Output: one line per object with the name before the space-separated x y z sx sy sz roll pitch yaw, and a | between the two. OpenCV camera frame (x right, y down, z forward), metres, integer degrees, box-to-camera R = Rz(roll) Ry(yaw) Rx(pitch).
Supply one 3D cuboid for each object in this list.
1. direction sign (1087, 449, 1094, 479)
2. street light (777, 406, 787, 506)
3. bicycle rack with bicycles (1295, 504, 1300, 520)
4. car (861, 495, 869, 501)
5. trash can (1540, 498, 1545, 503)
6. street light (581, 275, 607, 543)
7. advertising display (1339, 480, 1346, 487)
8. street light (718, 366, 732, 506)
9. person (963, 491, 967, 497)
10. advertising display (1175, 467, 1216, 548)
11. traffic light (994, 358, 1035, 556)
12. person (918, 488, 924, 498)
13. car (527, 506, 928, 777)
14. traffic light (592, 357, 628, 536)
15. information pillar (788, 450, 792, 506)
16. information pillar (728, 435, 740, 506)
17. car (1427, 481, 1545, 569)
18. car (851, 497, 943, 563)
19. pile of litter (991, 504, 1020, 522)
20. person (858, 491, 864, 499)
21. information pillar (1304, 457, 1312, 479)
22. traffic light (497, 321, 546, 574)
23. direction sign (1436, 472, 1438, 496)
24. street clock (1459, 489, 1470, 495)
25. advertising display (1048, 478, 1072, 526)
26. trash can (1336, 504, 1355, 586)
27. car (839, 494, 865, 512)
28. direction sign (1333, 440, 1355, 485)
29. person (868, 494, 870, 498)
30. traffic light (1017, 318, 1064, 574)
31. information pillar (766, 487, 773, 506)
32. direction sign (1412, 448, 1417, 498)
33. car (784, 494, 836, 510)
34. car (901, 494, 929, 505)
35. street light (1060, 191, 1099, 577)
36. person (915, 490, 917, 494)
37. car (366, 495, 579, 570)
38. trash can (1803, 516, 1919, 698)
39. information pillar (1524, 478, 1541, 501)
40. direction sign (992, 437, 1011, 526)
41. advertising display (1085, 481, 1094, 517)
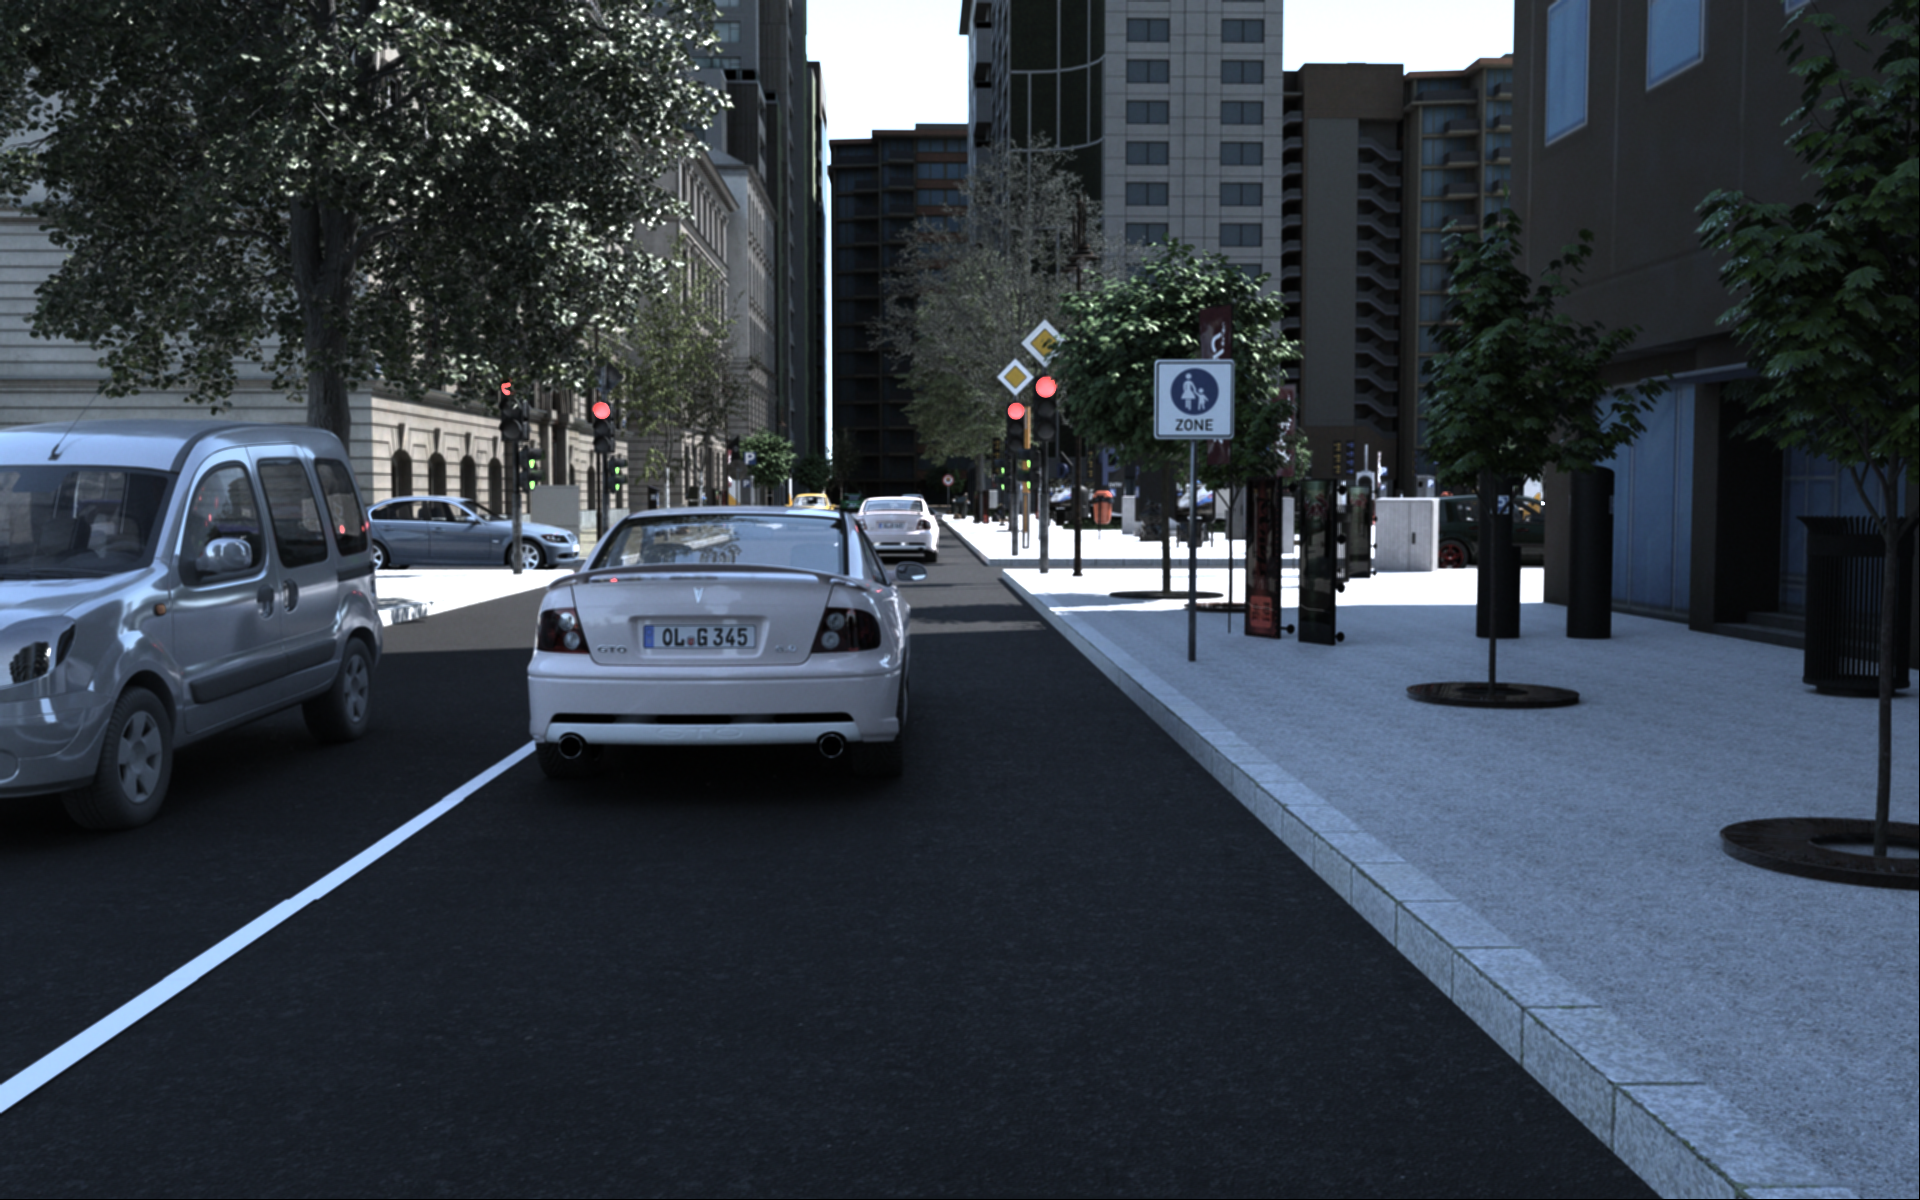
direction sign | 6.827 -5.860 87.807 0.876 3.537 0.379 -1 4 -20
street light | -9.176 -7.130 89.369 0.468 5.910 1.993 0 4 -2
bicycle rack with bicycles | 18.274 -4.548 87.737 2.925 0.926 2.852 -2 4 -27
car | -8.962 -8.783 156.182 1.945 1.354 3.894 0 4 -1
trash can | 34.565 -5.618 103.512 0.748 1.137 0.748 0 3 0
street light | -7.686 -3.913 36.758 0.468 5.910 1.993 0 4 -2
advertising display | 17.377 -4.498 78.758 0.123 1.923 0.974 1 4 23
street light | -8.433 -5.493 62.602 0.468 5.910 1.993 0 4 -2
person | 0.635 -11.154 190.865 0.705 1.824 1.348 3 5 44
advertising display | 5.645 -2.223 41.565 0.974 1.923 0.123 2 4 24
traffic light | 1.124 -2.870 35.851 0.839 4.253 0.868 0 4 -2
person | -2.632 -6.377 112.784 0.705 1.822 1.348 2 4 31
car | -1.230 0.134 10.163 2.083 1.381 4.827 0 4 -1
traffic light | -7.284 -2.855 35.606 0.839 4.253 0.868 0 4 -2
information pillar | -8.959 -6.112 91.287 0.183 3.616 0.504 0 4 5
information pillar | -8.938 -4.720 68.522 0.504 3.616 0.183 -2 4 -30
car | 9.995 -1.313 31.252 4.222 1.686 2.009 0 3 0
car | -1.405 -1.545 37.629 2.083 1.381 4.827 0 4 0
pile of litter | 2.129 -4.004 79.432 1.719 0.858 1.176 -3 5 -39
person | -8.756 -8.617 150.120 1.217 1.736 0.721 3 5 40
information pillar | 21.883 -7.184 108.816 0.504 3.616 0.183 -1 4 -12
traffic light | -7.066 -2.367 27.624 0.839 4.253 0.868 0 4 -2
direction sign | 28.163 -6.741 102.214 0.379 3.537 0.876 0 4 7
street clock | 17.107 -3.314 58.749 0.471 2.002 0.358 1 4 22
advertising display | 4.002 -3.918 69.280 0.974 1.923 0.123 -1 4 -11
trash can | 5.113 -0.761 24.094 0.748 1.137 0.748 0 3 0
car | -8.031 -7.352 129.008 1.959 1.807 4.718 0 4 -2
direction sign | 16.113 -4.943 72.817 0.876 3.537 0.379 1 4 17
person | -9.353 -10.112 177.087 0.557 1.426 1.065 2 4 23
traffic light | 1.342 -2.382 27.869 0.839 4.253 0.868 0 4 -2
information pillar | -9.331 -4.910 84.770 0.304 2.012 0.304 -1 4 -16
direction sign | 22.594 -5.757 86.118 0.379 3.537 0.876 0 4 2
car | -5.900 -3.575 68.669 2.015 1.641 3.980 0 4 0
car | -2.851 -5.593 103.451 2.014 1.417 4.499 0 4 0
street light | 1.834 -3.306 26.841 0.468 5.910 1.993 0 4 -2
person | -4.491 -10.415 178.802 0.705 1.822 1.348 -1 4 -19
car | -9.209 -1.190 31.463 4.499 1.417 2.014 0 4 -1
trash can | 5.754 0.034 11.097 0.748 1.137 0.748 0 3 0
information pillar | 13.931 -3.109 42.183 0.183 3.616 0.504 -2 4 -26
direction sign | 1.697 -4.732 69.370 0.876 3.537 0.379 2 4 26
advertising display | 6.873 -5.109 88.745 0.974 1.923 0.123 1 4 12
